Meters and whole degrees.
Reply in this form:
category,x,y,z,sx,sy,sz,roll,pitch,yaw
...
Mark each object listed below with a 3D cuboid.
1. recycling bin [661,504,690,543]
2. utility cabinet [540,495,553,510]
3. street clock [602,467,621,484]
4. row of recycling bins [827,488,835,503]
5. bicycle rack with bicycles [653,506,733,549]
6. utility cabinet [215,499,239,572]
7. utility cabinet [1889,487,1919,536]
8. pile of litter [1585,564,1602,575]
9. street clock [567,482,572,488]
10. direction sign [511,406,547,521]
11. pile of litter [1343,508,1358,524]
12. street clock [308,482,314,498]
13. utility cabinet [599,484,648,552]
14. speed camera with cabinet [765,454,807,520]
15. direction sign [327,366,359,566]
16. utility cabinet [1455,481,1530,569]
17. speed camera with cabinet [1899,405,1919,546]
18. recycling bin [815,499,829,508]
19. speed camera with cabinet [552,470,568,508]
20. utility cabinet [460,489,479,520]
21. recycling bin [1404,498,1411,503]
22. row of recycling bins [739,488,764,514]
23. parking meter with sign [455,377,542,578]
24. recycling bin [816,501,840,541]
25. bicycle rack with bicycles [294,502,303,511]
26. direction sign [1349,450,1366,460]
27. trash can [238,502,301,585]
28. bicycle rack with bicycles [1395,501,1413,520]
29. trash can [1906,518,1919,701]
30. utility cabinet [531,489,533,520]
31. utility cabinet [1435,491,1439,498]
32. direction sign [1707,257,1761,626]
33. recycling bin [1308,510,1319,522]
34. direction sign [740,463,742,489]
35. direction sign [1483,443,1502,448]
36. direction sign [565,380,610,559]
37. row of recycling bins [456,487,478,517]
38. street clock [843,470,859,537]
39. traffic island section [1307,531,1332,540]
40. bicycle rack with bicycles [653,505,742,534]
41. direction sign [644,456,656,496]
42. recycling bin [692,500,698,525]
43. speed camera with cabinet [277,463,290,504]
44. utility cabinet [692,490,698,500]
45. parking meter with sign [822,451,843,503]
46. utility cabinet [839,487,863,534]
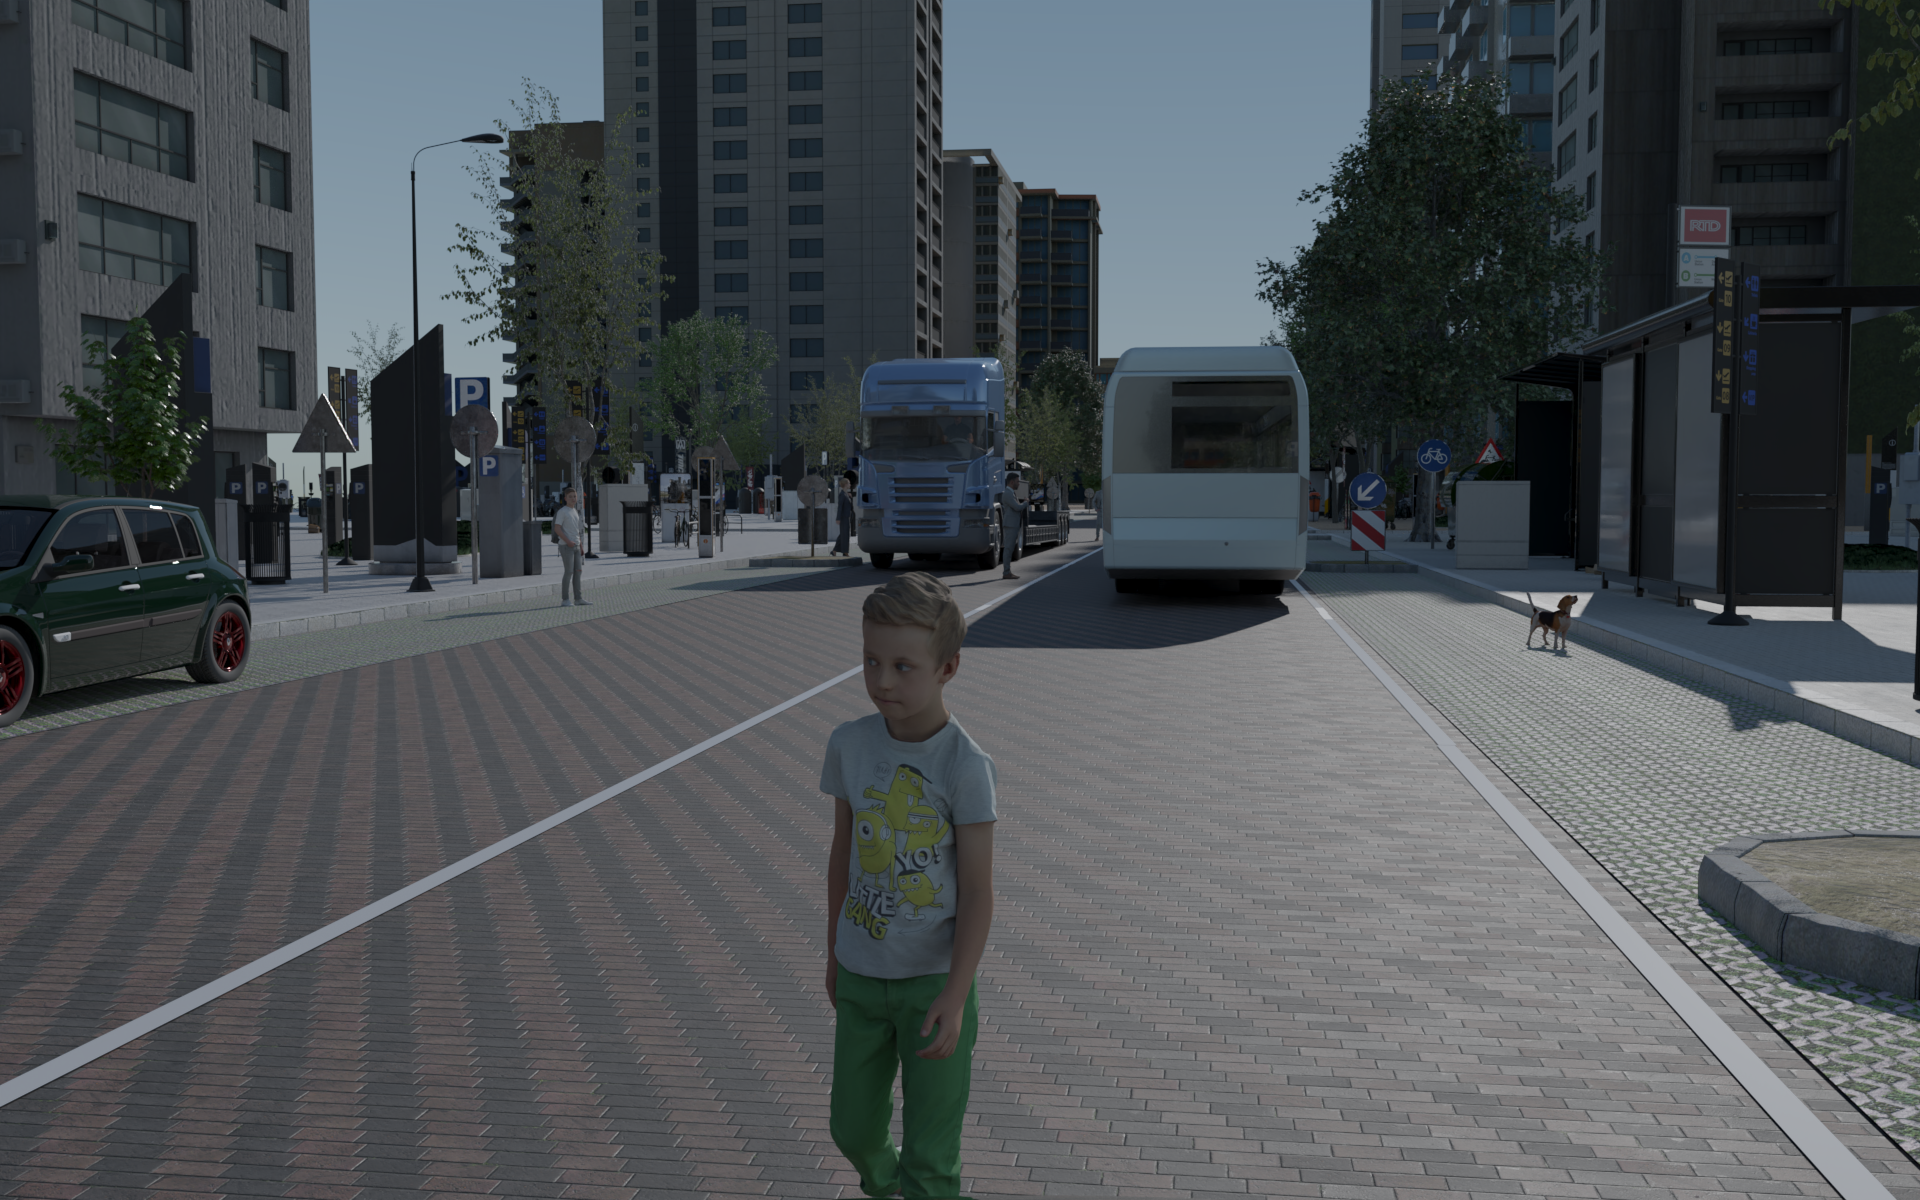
category,x,y,z,sx,sy,sz,roll,pitch,yaw
recycling bin,-7.592,-2.054,46.130,0.722,1.027,0.722,-1,4,-11
utility cabinet,-30.565,-7.155,128.152,0.306,1.237,1.020,2,4,30
street clock,-9.182,-2.514,45.666,0.471,2.002,0.358,2,4,30
row of recycling bins,-8.236,-6.944,120.641,3.534,1.692,1.069,2,4,33
bicycle rack with bicycles,-7.148,-1.731,41.683,2.852,0.926,2.925,0,4,0
utility cabinet,-10.493,-0.778,23.878,1.020,1.237,0.306,0,4,8
utility cabinet,28.702,-2.669,52.318,0.318,1.500,1.173,-1,4,-21
pile of litter,10.637,-0.827,27.488,1.176,0.858,1.719,0,4,1
street clock,-24.178,-6.311,107.748,0.358,2.002,0.471,2,4,24
direction sign,-11.168,-3.238,44.933,0.876,3.537,0.379,-1,4,-23
pile of litter,16.907,-3.664,73.868,1.176,0.858,1.719,1,4,9
street clock,-40.104,-6.268,107.058,0.358,2.002,0.471,-1,4,-21
utility cabinet,-7.455,-1.816,38.367,0.318,1.500,1.173,3,4,38
speed camera with cabinet,-8.731,-5.618,86.197,2.038,3.252,0.660,2,4,31
direction sign,-11.068,-2.395,31.158,0.379,3.537,0.876,1,4,14
utility cabinet,9.059,-1.273,29.489,1.173,1.500,0.318,1,4,11
speed camera with cabinet,21.609,-2.661,37.838,0.660,3.252,2.038,-1,4,-22
recycling bin,-7.502,-4.946,93.417,0.722,1.027,0.722,1,4,22
speed camera with cabinet,-32.277,-8.922,140.208,0.660,3.252,2.038,1,4,15
utility cabinet,-22.239,-4.273,78.548,1.173,1.500,0.318,3,5,44
recycling bin,29.776,-6.343,116.257,0.722,1.027,0.722,-1,4,-12
row of recycling bins,-12.704,-6.497,113.331,3.534,1.692,1.069,-1,4,-19
parking meter with sign,-7.051,-1.860,26.675,0.543,3.016,1.738,1,4,15
recycling bin,-3.417,-2.122,47.245,0.722,1.027,0.722,1,4,10
bicycle rack with bicycles,-50.174,-7.404,134.439,2.925,0.926,2.852,-2,4,-23
direction sign,20.398,-5.927,88.896,0.876,3.537,0.379,1,4,16
trash can,-9.841,-0.793,24.615,0.748,1.137,0.748,0,3,0
bicycle rack with bicycles,22.241,-4.515,87.205,2.852,0.926,2.925,0,4,0
trash can,5.964,0.090,10.179,0.748,1.137,0.748,0,3,0
utility cabinet,-19.331,-4.108,75.840,1.173,1.500,0.318,0,4,-7
utility cabinet,31.653,-6.548,115.741,0.318,1.500,1.173,0,4,-2
direction sign,7.550,-1.524,16.915,0.876,3.537,0.379,-3,5,-40
recycling bin,16.355,-4.210,81.380,0.722,1.027,0.722,-2,4,-27
direction sign,-16.219,-8.341,128.379,0.379,3.537,0.876,-1,4,-18
direction sign,23.703,-5.207,77.124,0.876,3.537,0.379,1,4,17
direction sign,-7.407,-2.601,34.526,0.876,3.537,0.379,0,4,0
row of recycling bins,-28.229,-5.421,95.743,3.534,1.692,1.069,0,4,2
street clock,-3.251,-2.904,52.048,0.471,2.002,0.358,2,4,26
traffic island section,10.687,-2.000,54.979,2.009,0.180,2.903,1,4,8
bicycle rack with bicycles,-8.272,-2.592,55.756,2.852,0.926,2.925,-2,4,-34
direction sign,-18.552,-6.749,102.337,0.876,3.537,0.379,-1,4,-15
recycling bin,-11.407,-3.720,73.371,0.722,1.027,0.722,1,4,18
speed camera with cabinet,-43.546,-7.049,109.580,2.038,3.252,0.660,-1,4,-12
utility cabinet,-14.089,-5.113,92.283,1.173,1.500,0.318,1,4,11
parking meter with sign,-4.765,-4.591,71.318,1.738,3.016,0.543,-2,4,-26
utility cabinet,-3.266,-2.799,54.438,1.173,1.500,0.318,3,5,41
